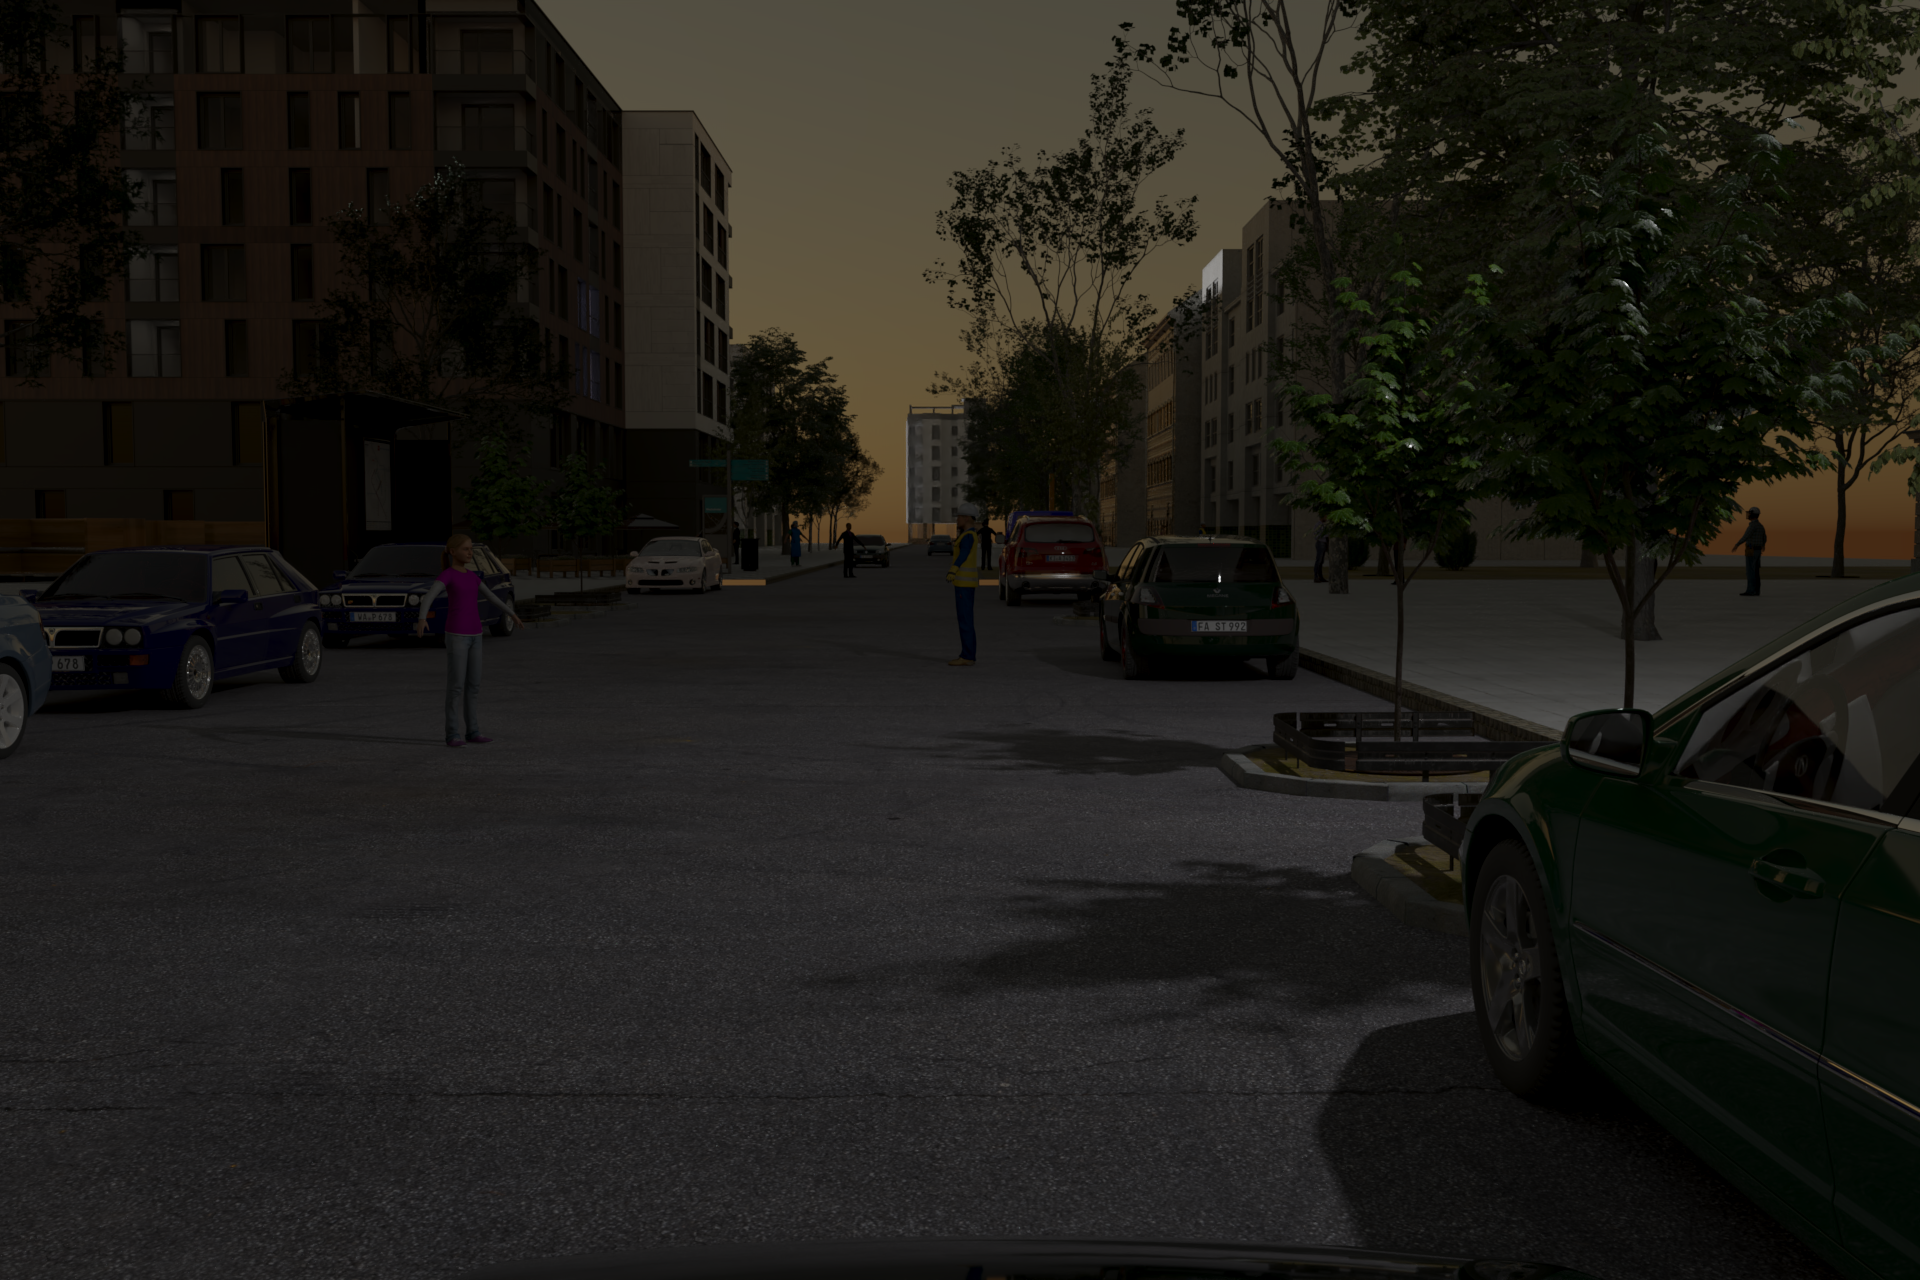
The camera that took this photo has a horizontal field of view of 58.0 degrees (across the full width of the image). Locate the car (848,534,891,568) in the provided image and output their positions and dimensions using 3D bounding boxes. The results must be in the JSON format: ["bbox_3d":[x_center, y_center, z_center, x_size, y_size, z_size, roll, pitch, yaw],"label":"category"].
[{"bbox_3d":[-3.951,-3.979,74.837,2.009,1.686,4.222,0,4,0],"label":"car"}]

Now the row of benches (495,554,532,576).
[{"bbox_3d":[-14.788,-2.368,54.173,4.104,0.672,1.422,3,5,41],"label":"row of benches"}]

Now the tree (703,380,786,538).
[{"bbox_3d":[-10.324,-8.128,83.257,4.737,8.622,4.395,0,3,0],"label":"tree"}]

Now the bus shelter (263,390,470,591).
[{"bbox_3d":[-10.549,-2.448,31.315,1.731,3.624,6.357,0,4,0],"label":"bus shelter"}]

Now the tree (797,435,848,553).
[{"bbox_3d":[-10.166,-10.106,115.599,4.360,8.622,3.978,0,3,0],"label":"tree"}]

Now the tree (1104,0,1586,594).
[{"bbox_3d":[8.523,-10.972,35.282,12.611,20.169,13.585,0,3,0],"label":"tree"}]

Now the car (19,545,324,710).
[{"bbox_3d":[-7.084,-0.170,15.361,1.945,1.354,3.894,0,4,0],"label":"car"}]

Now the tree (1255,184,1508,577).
[{"bbox_3d":[12.793,-7.729,52.120,9.928,11.665,9.643,0,3,0],"label":"tree"}]

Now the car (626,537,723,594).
[{"bbox_3d":[-7.017,-1.866,42.872,2.083,1.381,4.827,0,4,0],"label":"car"}]

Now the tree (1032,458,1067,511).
[{"bbox_3d":[13.415,-19.843,242.559,7.486,12.596,7.792,0,3,0],"label":"tree"}]

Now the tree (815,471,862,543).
[{"bbox_3d":[-16.932,-18.677,239.786,7.601,10.594,8.767,0,4,-2],"label":"tree"}]

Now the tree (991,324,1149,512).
[{"bbox_3d":[5.390,-9.726,84.778,9.928,11.665,9.643,0,3,0],"label":"tree"}]

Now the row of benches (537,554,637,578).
[{"bbox_3d":[-10.859,-2.226,51.857,1.422,0.672,4.104,3,4,36],"label":"row of benches"}]

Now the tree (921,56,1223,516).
[{"bbox_3d":[4.694,-13.158,71.015,12.611,20.169,13.585,0,3,0],"label":"tree"}]

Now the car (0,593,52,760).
[{"bbox_3d":[-6.934,0.139,9.732,2.014,1.417,4.499,0,3,0],"label":"car"}]

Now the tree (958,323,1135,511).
[{"bbox_3d":[5.106,-11.604,100.093,12.009,13.543,11.850,0,3,0],"label":"tree"}]

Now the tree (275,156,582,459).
[{"bbox_3d":[-12.727,-6.584,42.060,7.601,10.594,8.767,-3,4,-37],"label":"tree"}]

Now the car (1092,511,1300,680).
[{"bbox_3d":[2.450,-0.526,18.394,2.009,1.686,4.222,0,3,0],"label":"car"}]

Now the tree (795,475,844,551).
[{"bbox_3d":[-10.741,-11.054,131.094,4.737,8.622,4.395,0,3,0],"label":"tree"}]

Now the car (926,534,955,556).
[{"bbox_3d":[-1.282,-6.348,115.794,2.014,1.417,4.499,0,4,0],"label":"car"}]

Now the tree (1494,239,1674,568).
[{"bbox_3d":[24.138,-9.765,66.313,9.857,13.997,8.962,0,3,0],"label":"tree"}]

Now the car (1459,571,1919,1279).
[{"bbox_3d":[2.327,0.537,3.017,2.131,1.459,4.920,0,4,-1],"label":"car"}]

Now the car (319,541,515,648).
[{"bbox_3d":[-7.145,-0.634,22.954,1.945,1.354,3.894,0,4,0],"label":"car"}]

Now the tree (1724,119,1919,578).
[{"bbox_3d":[25.966,-8.571,50.498,12.009,13.543,11.850,0,3,0],"label":"tree"}]

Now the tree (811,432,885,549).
[{"bbox_3d":[-10.842,-13.099,148.585,8.767,10.594,7.601,-1,4,-12],"label":"tree"}]

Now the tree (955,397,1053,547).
[{"bbox_3d":[4.262,-15.195,155.087,9.857,13.997,8.962,0,3,0],"label":"tree"}]

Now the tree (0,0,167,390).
[{"bbox_3d":[-13.110,-5.260,20.419,7.601,10.594,8.767,-1,4,-14],"label":"tree"}]

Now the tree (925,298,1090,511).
[{"bbox_3d":[4.012,-17.354,139.630,12.611,20.169,13.585,0,3,0],"label":"tree"}]

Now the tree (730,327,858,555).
[{"bbox_3d":[-10.642,-12.198,106.090,9.857,13.997,8.962,0,3,0],"label":"tree"}]

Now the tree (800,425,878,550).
[{"bbox_3d":[-10.410,-12.408,137.290,8.767,10.594,7.601,1,4,8],"label":"tree"}]

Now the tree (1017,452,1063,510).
[{"bbox_3d":[5.438,-10.733,125.841,4.737,8.622,4.395,0,3,0],"label":"tree"}]

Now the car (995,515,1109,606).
[{"bbox_3d":[1.889,-1.671,35.988,2.281,1.827,5.304,0,4,-1],"label":"car"}]

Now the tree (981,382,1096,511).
[{"bbox_3d":[5.028,-11.920,113.022,7.486,12.596,7.792,0,3,0],"label":"tree"}]

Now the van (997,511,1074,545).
[{"bbox_3d":[2.191,-2.683,48.258,2.240,2.365,5.245,0,3,0],"label":"van"}]

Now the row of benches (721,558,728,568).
[{"bbox_3d":[-9.922,-2.905,62.956,1.422,0.672,4.104,2,4,30],"label":"row of benches"}]

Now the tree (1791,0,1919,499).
[{"bbox_3d":[8.278,-3.832,13.023,4.737,8.622,4.395,0,3,0],"label":"tree"}]

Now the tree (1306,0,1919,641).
[{"bbox_3d":[7.840,-6.277,20.749,7.486,12.596,7.792,0,3,0],"label":"tree"}]

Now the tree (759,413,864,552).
[{"bbox_3d":[-10.815,-11.555,123.339,8.767,10.594,7.601,0,4,6],"label":"tree"}]

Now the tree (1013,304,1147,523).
[{"bbox_3d":[3.942,-6.384,54.740,4.737,8.622,4.395,0,3,0],"label":"tree"}]
